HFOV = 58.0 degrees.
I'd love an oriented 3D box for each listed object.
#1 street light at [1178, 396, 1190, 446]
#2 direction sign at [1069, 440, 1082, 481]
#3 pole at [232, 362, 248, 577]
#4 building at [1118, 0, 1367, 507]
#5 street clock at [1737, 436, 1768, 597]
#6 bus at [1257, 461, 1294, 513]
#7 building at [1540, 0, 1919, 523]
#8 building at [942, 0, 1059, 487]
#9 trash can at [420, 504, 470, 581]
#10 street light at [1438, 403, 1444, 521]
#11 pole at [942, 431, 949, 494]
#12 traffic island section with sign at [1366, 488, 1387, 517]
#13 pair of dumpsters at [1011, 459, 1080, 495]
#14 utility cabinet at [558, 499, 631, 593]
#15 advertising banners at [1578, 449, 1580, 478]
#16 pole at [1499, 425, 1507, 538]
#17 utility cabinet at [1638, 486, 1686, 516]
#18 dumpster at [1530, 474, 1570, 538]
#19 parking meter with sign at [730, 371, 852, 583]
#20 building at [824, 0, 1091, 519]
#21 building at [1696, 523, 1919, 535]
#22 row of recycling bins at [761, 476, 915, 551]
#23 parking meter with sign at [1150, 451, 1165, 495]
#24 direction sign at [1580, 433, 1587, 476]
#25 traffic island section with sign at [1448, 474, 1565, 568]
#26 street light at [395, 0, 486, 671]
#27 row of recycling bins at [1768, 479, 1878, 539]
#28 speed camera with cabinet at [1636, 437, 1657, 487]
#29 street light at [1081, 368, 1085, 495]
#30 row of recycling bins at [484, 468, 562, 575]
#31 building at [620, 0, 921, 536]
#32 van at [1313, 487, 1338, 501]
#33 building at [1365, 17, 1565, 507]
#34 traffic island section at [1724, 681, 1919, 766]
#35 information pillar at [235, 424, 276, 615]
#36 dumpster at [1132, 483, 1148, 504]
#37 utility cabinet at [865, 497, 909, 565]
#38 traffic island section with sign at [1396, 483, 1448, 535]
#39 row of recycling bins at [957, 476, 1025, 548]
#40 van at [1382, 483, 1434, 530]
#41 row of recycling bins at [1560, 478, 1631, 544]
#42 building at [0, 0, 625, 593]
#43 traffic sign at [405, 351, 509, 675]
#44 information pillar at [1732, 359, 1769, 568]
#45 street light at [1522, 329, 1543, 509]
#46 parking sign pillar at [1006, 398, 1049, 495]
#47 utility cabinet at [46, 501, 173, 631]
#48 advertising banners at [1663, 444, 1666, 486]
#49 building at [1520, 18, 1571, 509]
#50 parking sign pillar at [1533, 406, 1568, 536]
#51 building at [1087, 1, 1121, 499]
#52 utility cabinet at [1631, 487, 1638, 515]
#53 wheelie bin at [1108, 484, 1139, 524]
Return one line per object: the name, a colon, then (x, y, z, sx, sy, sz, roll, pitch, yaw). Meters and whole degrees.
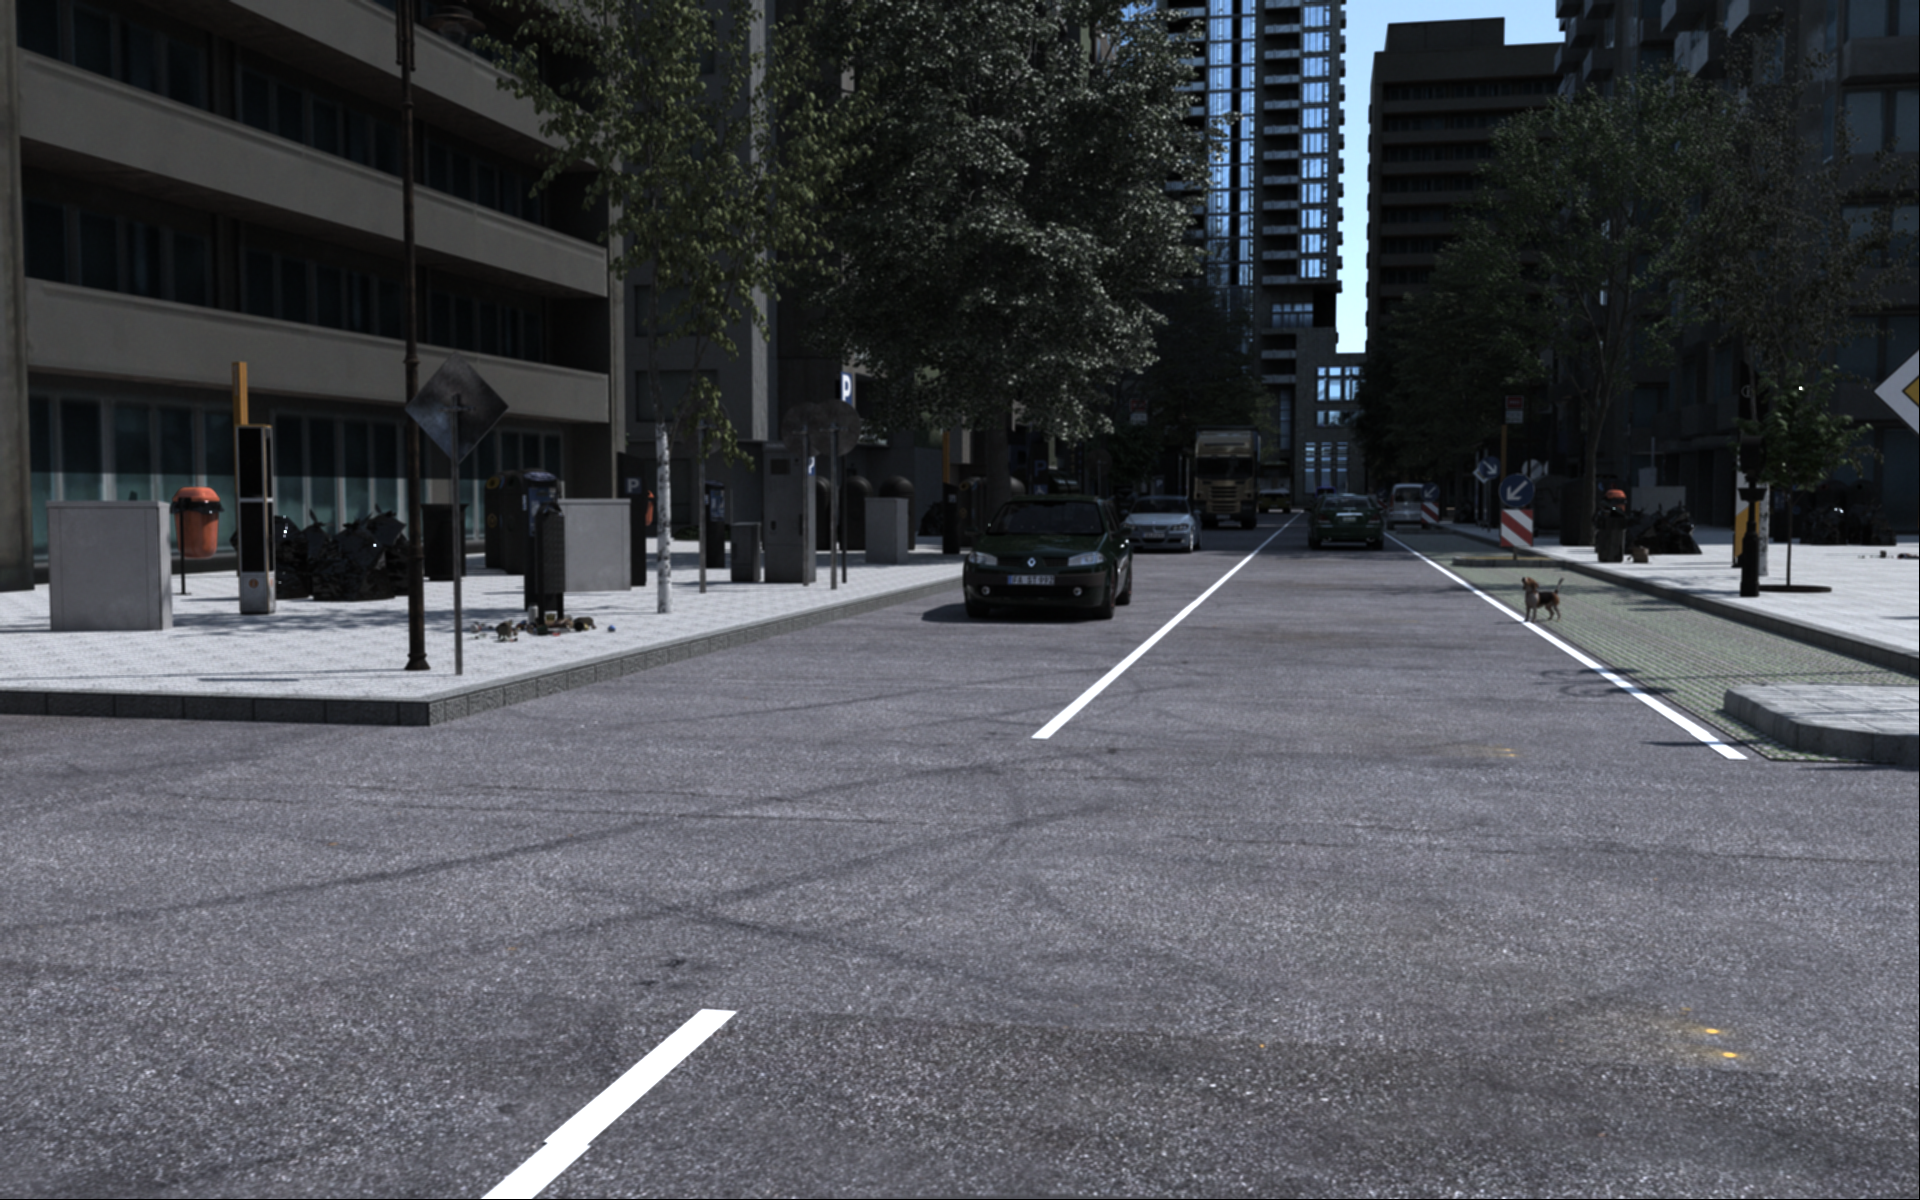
street light: (10.489, -6.642, 81.390, 0.468, 5.910, 1.993, 1, 4, 12)
direction sign: (4.864, -4.907, 72.226, 0.379, 3.537, 0.876, -3, 4, -39)
pole: (-11.137, -2.019, 26.859, 0.158, 3.312, 0.155, 0, 3, 0)
building: (27.619, -53.330, 184.610, 31.000, 86.520, 22.319, 1, 4, 12)
street clock: (9.872, -1.041, 21.596, 0.358, 2.002, 0.471, 2, 4, 35)
bus: (24.160, -8.635, 132.730, 2.896, 3.916, 12.252, 1, 4, 11)
building: (47.005, -29.396, 100.233, 23.786, 49.044, 30.456, 1, 4, 12)
building: (-2.547, -19.828, 95.881, 14.160, 30.474, 14.107, 1, 4, 12)
trash can: (-7.633, -0.855, 25.638, 0.748, 1.137, 0.748, 0, 3, 0)
street light: (23.078, -6.742, 83.017, 0.468, 5.910, 1.993, 1, 4, 12)
pole: (-0.351, -3.002, 42.933, 0.158, 3.312, 0.155, 0, 3, 0)
traffic island section with sign: (26.842, -6.243, 110.706, 1.989, 1.847, 2.006, 1, 4, 12)
pair of dumpsters: (2.229, -2.732, 47.154, 1.574, 2.255, 4.437, 1, 4, 12)
utility cabinet: (-4.867, -0.713, 22.813, 1.020, 1.237, 0.306, -2, 4, -35)
advertising banners: (23.944, -4.337, 67.099, 0.090, 3.025, 2.074, 1, 4, 21)
pole: (16.019, -3.501, 51.078, 0.158, 3.312, 0.155, 0, 3, 0)
utility cabinet: (20.405, -2.544, 50.278, 1.173, 1.500, 0.318, 2, 4, 27)
dumpster: (17.561, -2.795, 51.462, 1.264, 1.857, 1.865, 1, 4, 12)
parking meter with sign: (-2.470, -1.762, 25.075, 1.738, 3.016, 0.543, 1, 4, 14)
building: (0.382, -26.059, 109.652, 14.154, 41.232, 14.086, 1, 4, 12)
building: (39.215, -27.169, 63.824, 23.786, 49.044, 30.456, 1, 4, 12)
row of recycling bins: (-2.788, -1.988, 39.620, 3.534, 1.692, 1.069, 0, 4, -1)
parking meter with sign: (7.892, -4.476, 69.450, 0.543, 3.016, 1.738, 0, 4, -8)
direction sign: (23.157, -4.427, 64.386, 0.379, 3.537, 0.876, 0, 4, 5)
traffic island section with sign: (10.870, -1.579, 34.444, 1.989, 1.847, 2.006, 1, 4, 12)
street light: (-3.965, -2.428, 12.478, 0.468, 5.910, 1.993, 1, 4, 12)
row of recycling bins: (24.792, -2.631, 50.134, 1.069, 1.692, 3.534, -2, 4, -32)
speed camera with cabinet: (24.069, -4.065, 60.795, 0.660, 3.252, 2.038, 1, 4, 20)
street light: (3.339, -4.539, 46.993, 0.468, 5.910, 1.993, 1, 4, 12)
row of recycling bins: (-7.284, -1.337, 28.974, 1.069, 1.692, 3.534, -1, 4, -22)
building: (-8.748, -22.857, 57.312, 14.154, 41.232, 14.086, 1, 4, 12)
van: (32.681, -9.204, 154.866, 2.240, 2.365, 5.245, 1, 4, 12)
building: (53.483, -34.084, 180.973, 21.600, 48.544, 21.300, 1, 4, 12)
traffic island section: (5.814, 0.732, 10.319, 2.009, 0.180, 2.903, 1, 4, 12)
information pillar: (-7.496, -0.853, 18.432, 0.304, 2.012, 0.304, 0, 4, -8)
dumpster: (8.734, -4.718, 82.902, 1.264, 1.857, 1.865, 1, 4, 12)
utility cabinet: (-1.351, -1.272, 31.958, 0.306, 1.237, 1.020, -3, 4, -37)
traffic island section with sign: (16.613, -3.254, 61.823, 1.989, 1.847, 2.006, 1, 4, 12)
row of recycling bins: (0.734, -2.047, 40.574, 1.069, 1.692, 3.534, -1, 4, -14)
van: (17.931, -3.806, 69.242, 2.013, 2.044, 4.112, 1, 4, 13)
row of recycling bins: (16.496, -2.320, 45.043, 1.069, 1.692, 3.534, 3, 5, 39)
building: (-20.816, -25.049, 33.253, 21.300, 48.544, 21.600, 1, 4, 12)
traffic sign: (-3.549, -0.524, 12.215, 0.795, 2.450, 0.064, 1, 4, 12)
information pillar: (13.725, -2.367, 30.054, 0.504, 3.616, 0.183, 1, 4, 15)
street light: (15.863, -4.614, 48.222, 0.468, 5.910, 1.993, 1, 4, 12)
parking sign pillar: (1.960, -3.360, 43.412, 1.447, 3.967, 1.447, 0, 4, -3)
utility cabinet: (-8.012, -0.317, 16.341, 1.020, 1.237, 0.306, 0, 4, -4)
advertising banners: (24.912, -3.978, 61.236, 0.090, 3.025, 2.074, 2, 4, 23)
building: (53.731, -49.930, 129.020, 22.319, 86.520, 31.000, 1, 4, 12)
parking sign pillar: (18.576, -4.003, 53.927, 1.447, 3.967, 1.447, 1, 4, 13)
building: (3.662, -28.948, 123.415, 14.600, 45.320, 14.200, 1, 4, 12)
utility cabinet: (22.043, -2.846, 55.213, 1.173, 1.500, 0.318, 3, 4, 36)
wheelie bin: (5.343, -2.966, 56.406, 0.980, 1.594, 0.693, 0, 4, -6)
